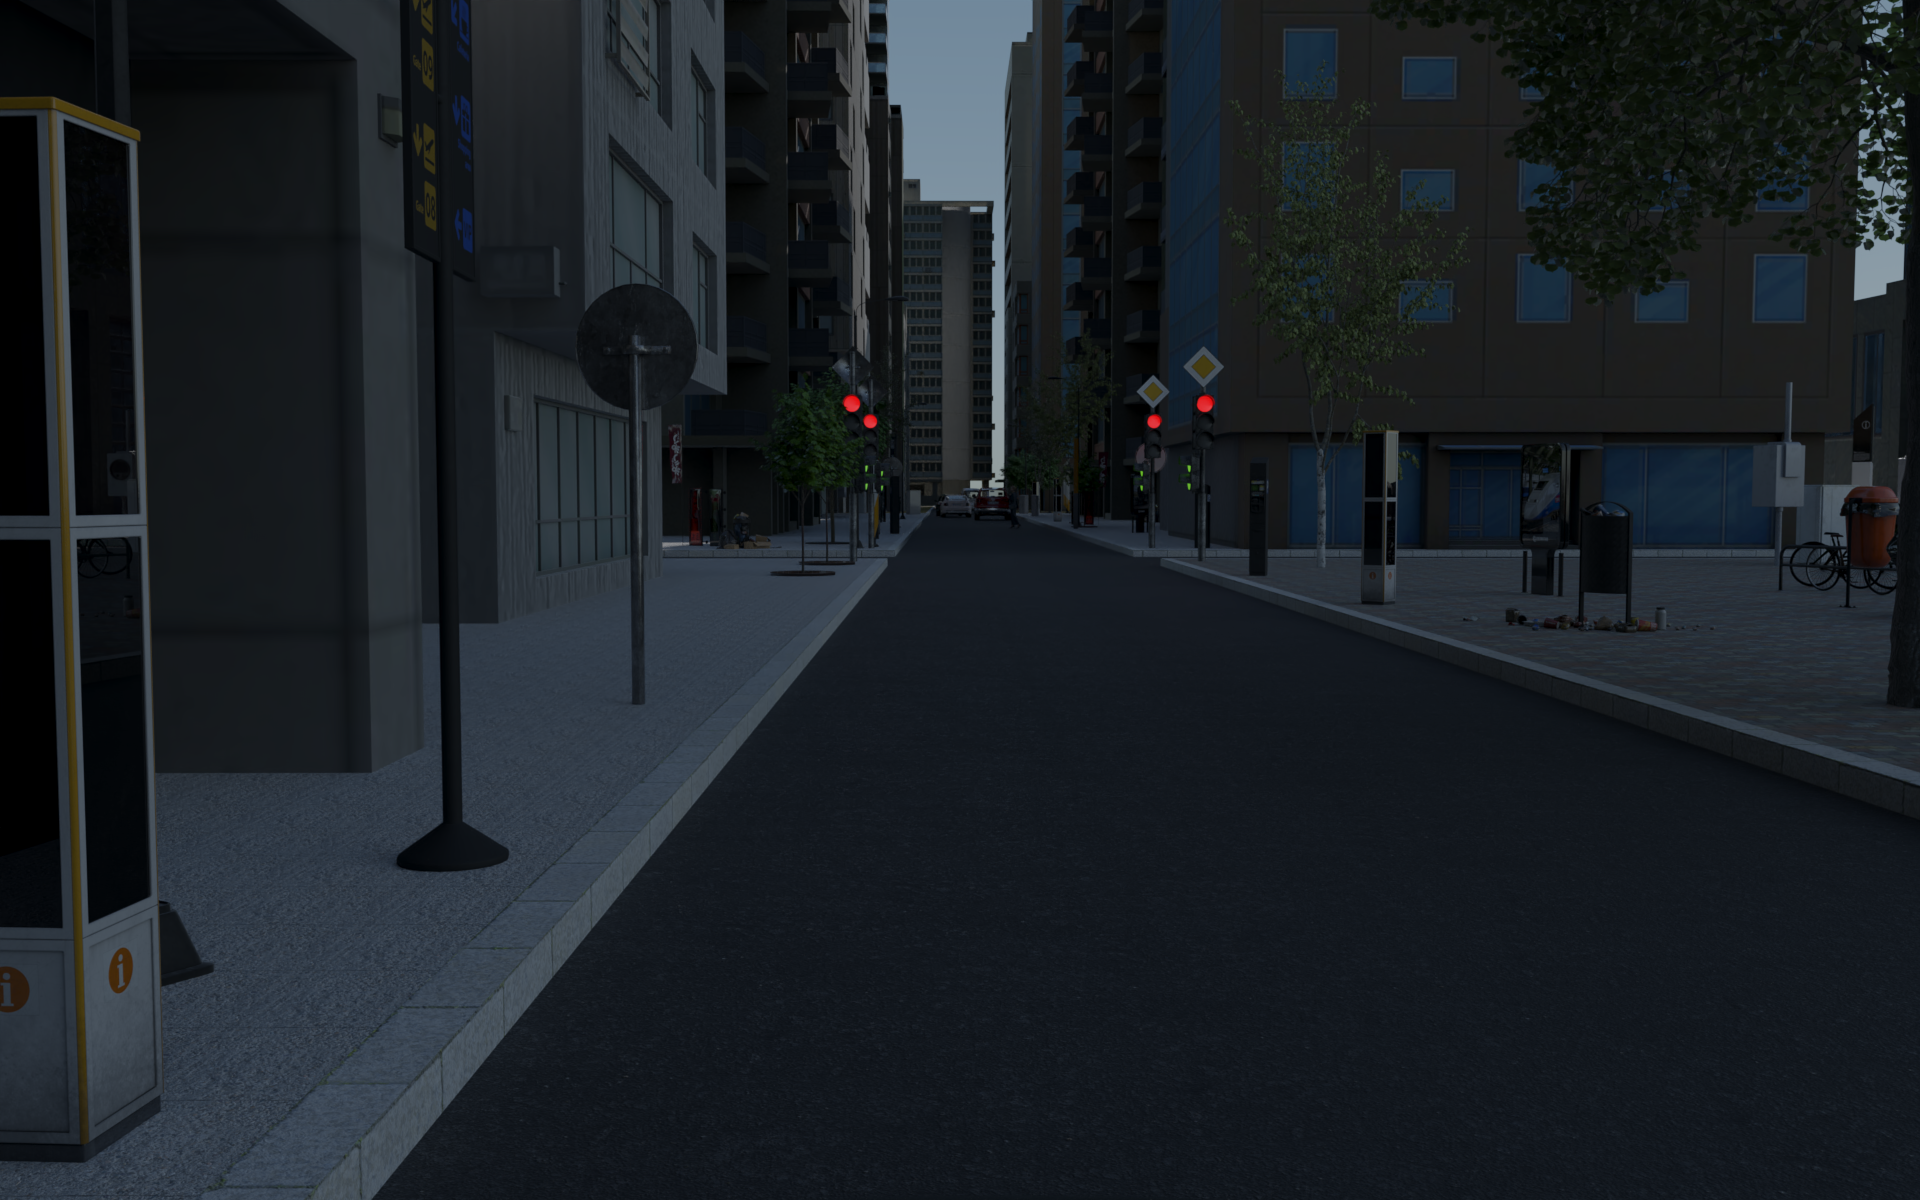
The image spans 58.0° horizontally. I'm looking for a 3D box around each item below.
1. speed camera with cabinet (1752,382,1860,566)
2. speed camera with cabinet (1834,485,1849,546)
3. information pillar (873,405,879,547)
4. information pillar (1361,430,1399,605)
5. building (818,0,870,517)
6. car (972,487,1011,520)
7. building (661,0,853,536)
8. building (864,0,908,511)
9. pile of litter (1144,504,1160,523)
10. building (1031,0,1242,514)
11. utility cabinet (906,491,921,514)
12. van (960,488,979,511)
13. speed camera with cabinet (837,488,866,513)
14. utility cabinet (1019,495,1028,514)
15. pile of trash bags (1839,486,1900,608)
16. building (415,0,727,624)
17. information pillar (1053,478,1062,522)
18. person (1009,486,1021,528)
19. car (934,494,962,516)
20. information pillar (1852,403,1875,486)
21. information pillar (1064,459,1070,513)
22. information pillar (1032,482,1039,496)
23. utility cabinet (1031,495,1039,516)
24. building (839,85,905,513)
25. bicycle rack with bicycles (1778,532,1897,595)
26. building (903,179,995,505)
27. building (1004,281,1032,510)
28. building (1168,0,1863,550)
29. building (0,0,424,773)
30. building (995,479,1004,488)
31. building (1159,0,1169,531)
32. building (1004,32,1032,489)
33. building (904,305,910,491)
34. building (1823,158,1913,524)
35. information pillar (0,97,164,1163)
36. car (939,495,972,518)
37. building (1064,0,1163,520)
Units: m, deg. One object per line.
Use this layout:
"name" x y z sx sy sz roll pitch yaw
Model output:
"speed camera with cabinet" 15.262 -2.255 31.203 2.038 3.252 0.660 -1 4 -21
"speed camera with cabinet" 22.431 -2.908 41.878 2.038 3.252 0.660 0 4 4
"information pillar" -2.079 -3.094 41.946 0.183 3.616 0.504 1 4 11
"information pillar" 4.874 -0.956 20.123 0.304 2.012 0.304 3 5 41
"building" -19.123 -31.239 99.990 28.713 52.752 27.495 0 4 0
"car" 1.800 -5.353 96.199 2.281 1.827 5.304 0 4 0
"building" -15.496 -25.047 64.148 22.147 44.769 28.867 0 4 0
"building" -15.473 -50.834 143.814 22.319 86.520 31.000 0 4 0
"pile of litter" 8.791 -3.924 78.127 1.719 0.858 1.176 2 4 35
"building" 12.746 -29.506 132.537 14.600 45.320 14.200 0 4 0
"utility cabinet" -2.918 -6.080 108.090 0.318 1.500 1.173 2 4 32
"van" 0.730 -7.197 124.683 2.013 2.044 4.112 0 4 -2
"speed camera with cabinet" -7.336 -7.450 116.143 2.038 3.252 0.660 1 4 10
"utility cabinet" 4.146 -6.227 112.968 0.306 1.237 1.020 -1 4 -18
"pile of trash bags" 10.581 -0.519 18.231 1.912 1.369 3.447 -1 4 -13
"building" -10.603 -20.737 22.646 14.086 41.232 14.154 0 4 0
"information pillar" 4.552 -4.663 80.728 0.304 2.012 0.304 -1 4 -20
"person" 2.283 -3.885 72.445 0.534 1.772 0.576 0 4 -4
"car" -0.696 -6.344 113.505 2.009 1.686 4.222 0 4 0
"information pillar" 23.388 -3.274 44.887 0.183 3.616 0.504 -3 4 -36
"information pillar" 7.066 -7.545 114.707 0.183 3.616 0.504 -3 5 -41
"information pillar" 4.577 -6.147 104.988 0.304 2.012 0.304 2 4 28
"utility cabinet" 4.331 -5.418 99.751 0.306 1.237 1.020 1 4 11
"building" -11.162 -21.481 122.908 14.160 30.474 14.107 0 4 0
"bicycle rack with bicycles" 12.131 -0.575 22.789 2.852 0.926 2.925 -2 4 -25
"building" -7.674 -32.069 216.210 23.993 40.220 32.217 0 4 0
"building" 18.294 -18.967 155.148 27.650 21.520 28.899 0 4 0
"building" 13.207 -24.166 45.230 14.200 45.320 14.600 0 4 0
"building" -12.875 -34.479 1.990 20.563 71.187 20.611 0 4 0
"building" 18.799 -34.026 210.941 28.867 44.769 22.147 0 4 0
"building" 14.180 -17.845 63.470 14.160 30.474 14.107 0 4 0
"building" 15.590 -33.994 179.505 21.300 48.544 21.600 0 4 0
"building" -19.919 -20.348 177.722 28.899 21.520 27.650 0 4 0
"building" 43.767 -45.032 48.945 31.000 86.520 22.319 0 4 0
"information pillar" -1.812 0.066 3.410 0.304 2.012 0.304 0 4 3
"car" -0.255 -5.790 107.033 2.083 1.381 4.827 0 4 -2
"building" 17.010 -26.781 92.490 22.147 44.769 28.867 0 4 0
